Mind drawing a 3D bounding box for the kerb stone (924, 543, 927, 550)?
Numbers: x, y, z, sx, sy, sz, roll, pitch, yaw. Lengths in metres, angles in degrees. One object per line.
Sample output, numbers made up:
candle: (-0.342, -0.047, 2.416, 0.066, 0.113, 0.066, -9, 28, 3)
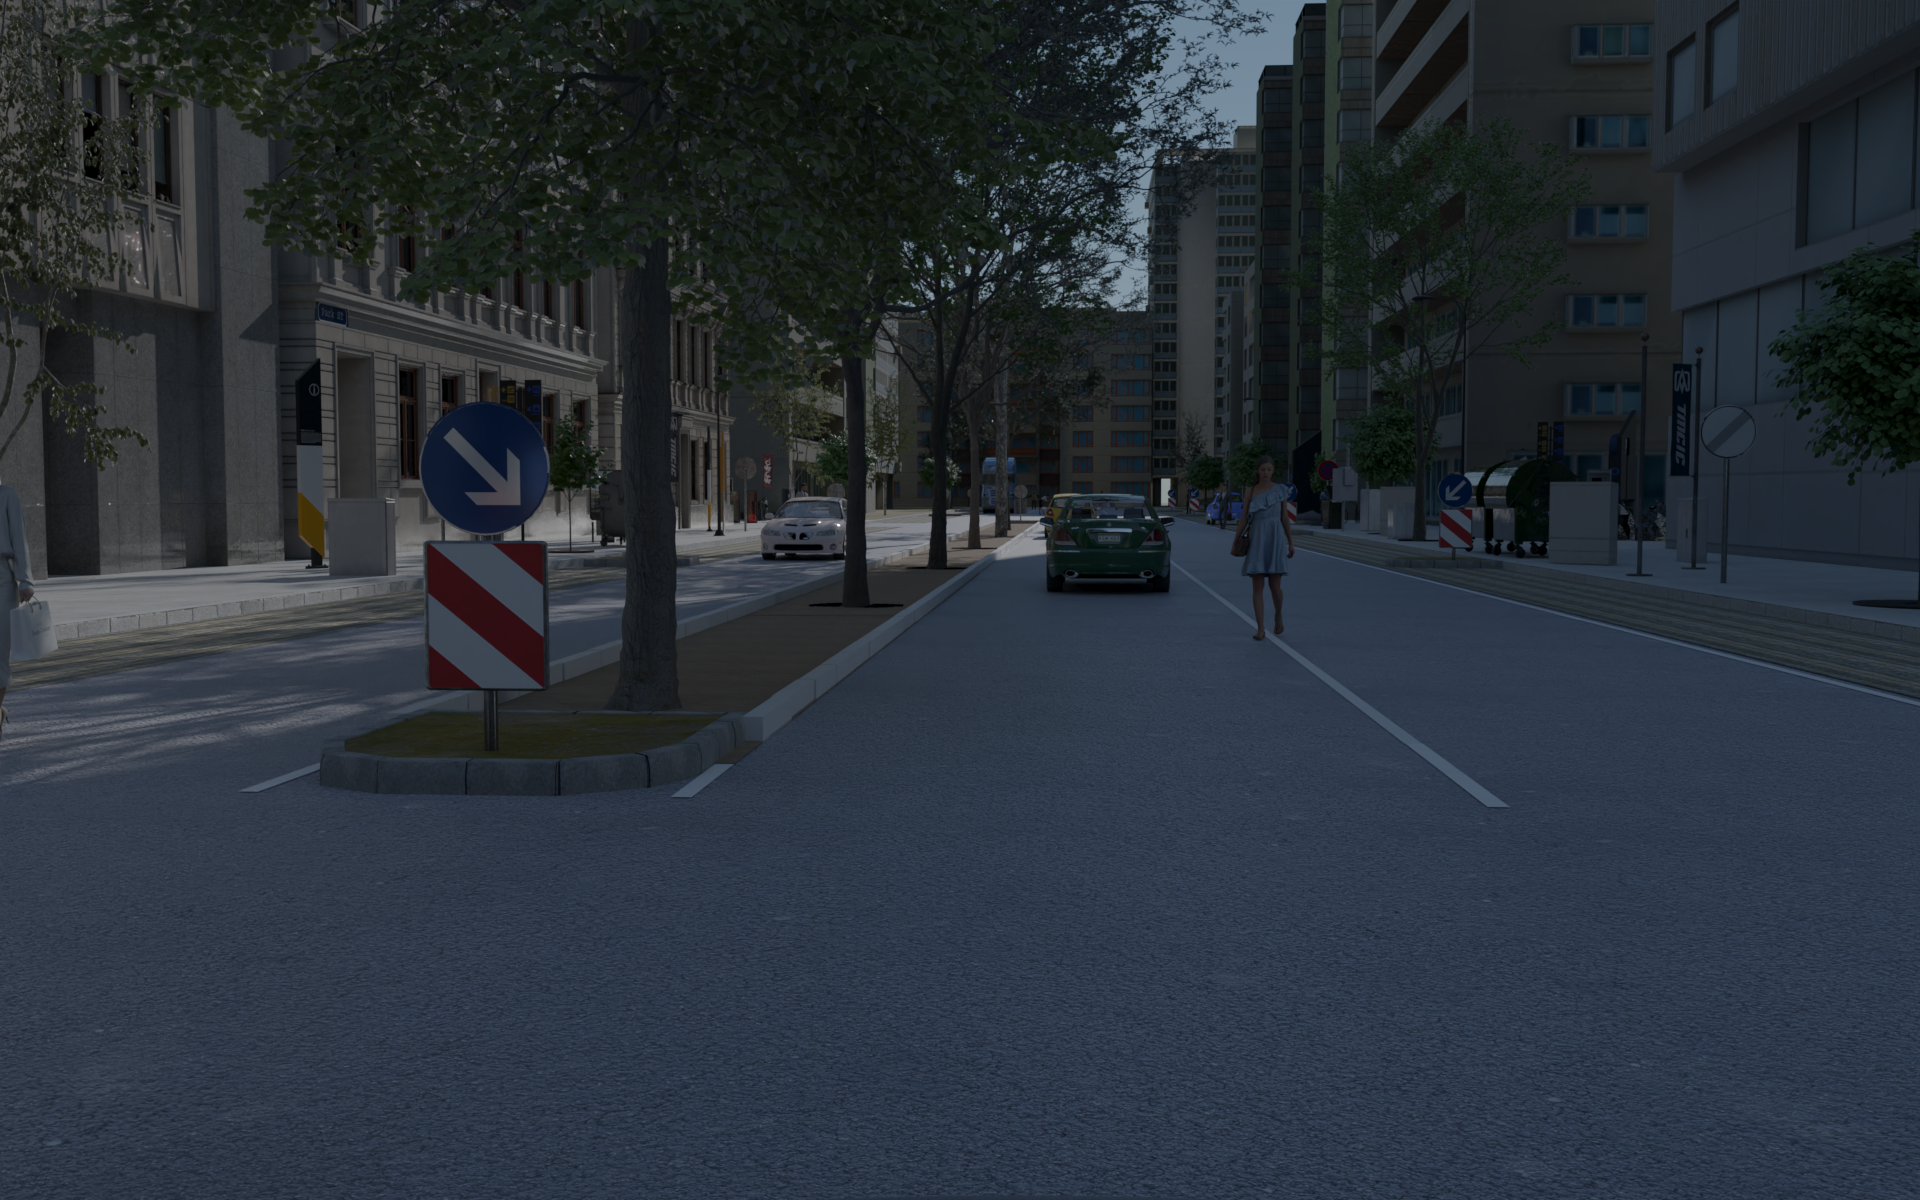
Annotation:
kerb stone: (-0.988, -1.294, 43.360, 0.120, 0.150, 1.000, 0, 4, 4)

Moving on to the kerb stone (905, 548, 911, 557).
kerb stone: (-1.266, -1.043, 39.256, 0.120, 0.150, 1.000, 0, 4, 4)

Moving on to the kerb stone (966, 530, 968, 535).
kerb stone: (0.093, -2.233, 58.709, 0.120, 0.150, 1.000, 0, 4, 4)

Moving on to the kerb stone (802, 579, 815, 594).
kerb stone: (-2.261, -0.169, 24.960, 0.120, 0.150, 1.000, 0, 4, 4)

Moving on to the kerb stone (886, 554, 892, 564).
kerb stone: (-1.556, -0.793, 35.170, 0.120, 0.150, 1.000, 0, 4, 4)

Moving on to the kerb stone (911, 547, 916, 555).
kerb stone: (-1.198, -1.106, 40.285, 0.120, 0.150, 1.000, 0, 4, 4)

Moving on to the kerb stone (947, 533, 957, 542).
kerb stone: (-0.272, -1.920, 53.592, 0.120, 0.150, 1.000, 0, 4, 4)

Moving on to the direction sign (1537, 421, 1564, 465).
direction sign: (18.459, -3.805, 54.202, 0.379, 3.537, 0.876, -3, 5, -44)

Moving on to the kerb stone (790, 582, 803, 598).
kerb stone: (-2.341, -0.107, 23.941, 0.120, 0.150, 1.000, 0, 4, 4)

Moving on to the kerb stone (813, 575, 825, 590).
kerb stone: (-2.193, -0.231, 25.980, 0.120, 0.150, 1.000, 0, 4, 4)

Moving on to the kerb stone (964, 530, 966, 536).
kerb stone: (0.011, -2.168, 57.690, 0.120, 0.150, 1.000, 0, 4, 4)

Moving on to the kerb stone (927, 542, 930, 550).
kerb stone: (-0.904, -1.358, 44.391, 0.120, 0.150, 1.000, 0, 4, 4)

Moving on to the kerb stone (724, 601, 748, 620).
kerb stone: (-2.621, 0.143, 19.857, 0.120, 0.150, 1.000, 0, 4, 4)

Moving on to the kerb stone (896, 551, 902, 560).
kerb stone: (-1.411, -0.919, 37.215, 0.120, 0.150, 1.000, 0, 4, 4)

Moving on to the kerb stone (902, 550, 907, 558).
kerb stone: (-1.341, -0.978, 38.235, 0.120, 0.150, 1.000, 0, 4, 4)

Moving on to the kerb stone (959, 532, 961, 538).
kerb stone: (-0.132, -2.046, 55.650, 0.120, 0.150, 1.000, 0, 4, 4)

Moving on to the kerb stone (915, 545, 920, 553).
kerb stone: (-1.130, -1.169, 41.305, 0.120, 0.150, 1.000, 0, 4, 4)

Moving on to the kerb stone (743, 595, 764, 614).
kerb stone: (-2.550, 0.081, 20.878, 0.120, 0.150, 1.000, 0, 4, 4)

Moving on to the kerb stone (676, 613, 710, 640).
kerb stone: (-2.763, 0.268, 17.817, 0.120, 0.150, 1.000, 0, 4, 4)

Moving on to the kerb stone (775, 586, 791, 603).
kerb stone: (-2.411, -0.044, 22.921, 0.120, 0.150, 1.000, 0, 4, 4)

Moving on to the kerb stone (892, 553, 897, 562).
kerb stone: (-1.483, -0.856, 36.196, 0.120, 0.150, 1.000, 0, 4, 4)

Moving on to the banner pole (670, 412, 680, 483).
banner pole: (-7.785, -3.457, 46.542, 0.401, 3.779, 0.863, -3, 5, -43)

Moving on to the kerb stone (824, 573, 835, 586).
kerb stone: (-2.125, -0.294, 27.000, 0.120, 0.150, 1.000, 0, 4, 4)

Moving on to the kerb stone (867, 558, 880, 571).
kerb stone: (-1.698, -0.665, 33.131, 0.120, 0.150, 1.000, 0, 4, 4)

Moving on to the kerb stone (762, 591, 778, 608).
kerb stone: (-2.478, 0.018, 21.900, 0.120, 0.150, 1.000, 0, 4, 4)

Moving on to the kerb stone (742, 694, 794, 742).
kerb stone: (-1.161, 0.717, 10.486, 0.120, 0.150, 1.000, 0, 4, 4)

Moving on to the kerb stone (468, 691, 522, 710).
kerb stone: (-3.190, 0.644, 11.672, 0.120, 0.150, 1.000, 0, 4, 4)

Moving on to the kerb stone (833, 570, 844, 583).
kerb stone: (-2.049, -0.351, 28.023, 0.120, 0.150, 1.000, 0, 4, 4)

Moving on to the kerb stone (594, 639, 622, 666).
kerb stone: (-2.977, 0.455, 14.753, 0.120, 0.150, 1.000, 0, 4, 4)

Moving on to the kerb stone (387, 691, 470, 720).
kerb stone: (-3.261, 0.707, 10.641, 0.120, 0.150, 1.000, 0, 4, 4)

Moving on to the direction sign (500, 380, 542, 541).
direction sign: (-8.705, -2.594, 34.414, 0.876, 3.537, 0.379, 1, 4, 11)

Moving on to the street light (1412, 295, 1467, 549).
street light: (11.260, -4.164, 40.618, 1.470, 5.913, 1.316, 0, 4, 4)

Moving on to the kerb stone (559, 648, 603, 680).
kerb stone: (-3.043, 0.522, 13.727, 0.120, 0.150, 1.000, 0, 4, 4)

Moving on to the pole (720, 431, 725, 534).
pole: (-7.706, -3.801, 55.992, 0.158, 3.312, 0.155, 0, 3, 0)

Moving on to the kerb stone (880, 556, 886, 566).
kerb stone: (-1.627, -0.728, 34.151, 0.120, 0.150, 1.000, 0, 4, 4)

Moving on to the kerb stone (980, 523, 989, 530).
kerb stone: (1.008, -3.046, 71.998, 0.120, 0.150, 1.000, 0, 4, 4)

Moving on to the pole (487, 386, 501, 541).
pole: (-8.823, -2.383, 32.800, 0.158, 3.312, 0.155, 0, 3, 0)

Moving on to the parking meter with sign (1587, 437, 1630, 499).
parking meter with sign: (19.806, -3.515, 53.735, 1.738, 3.016, 0.543, 1, 4, 17)

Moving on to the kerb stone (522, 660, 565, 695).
kerb stone: (-3.123, 0.581, 12.698, 0.120, 0.150, 1.000, 0, 4, 4)

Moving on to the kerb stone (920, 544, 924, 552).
kerb stone: (-1.056, -1.226, 42.340, 0.120, 0.150, 1.000, 0, 4, 4)

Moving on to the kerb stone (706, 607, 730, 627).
kerb stone: (-2.696, 0.210, 18.838, 0.120, 0.150, 1.000, 0, 4, 4)

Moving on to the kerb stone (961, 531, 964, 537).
kerb stone: (-0.054, -2.106, 56.669, 0.120, 0.150, 1.000, 0, 4, 4)

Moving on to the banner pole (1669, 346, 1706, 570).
banner pole: (12.329, -2.407, 29.375, 0.863, 3.779, 0.401, -2, 4, -27)

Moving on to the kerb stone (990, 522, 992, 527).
kerb stone: (1.158, -3.171, 74.049, 0.120, 0.150, 1.000, 0, 4, 4)

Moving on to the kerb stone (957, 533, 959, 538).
kerb stone: (-0.202, -1.983, 54.620, 0.120, 0.150, 1.000, 0, 4, 4)

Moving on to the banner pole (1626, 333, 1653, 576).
banner pole: (10.734, -2.277, 27.246, 0.401, 3.779, 0.863, 1, 4, 22)

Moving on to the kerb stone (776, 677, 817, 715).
kerb stone: (-1.105, 0.657, 11.507, 0.120, 0.150, 1.000, 0, 4, 4)
